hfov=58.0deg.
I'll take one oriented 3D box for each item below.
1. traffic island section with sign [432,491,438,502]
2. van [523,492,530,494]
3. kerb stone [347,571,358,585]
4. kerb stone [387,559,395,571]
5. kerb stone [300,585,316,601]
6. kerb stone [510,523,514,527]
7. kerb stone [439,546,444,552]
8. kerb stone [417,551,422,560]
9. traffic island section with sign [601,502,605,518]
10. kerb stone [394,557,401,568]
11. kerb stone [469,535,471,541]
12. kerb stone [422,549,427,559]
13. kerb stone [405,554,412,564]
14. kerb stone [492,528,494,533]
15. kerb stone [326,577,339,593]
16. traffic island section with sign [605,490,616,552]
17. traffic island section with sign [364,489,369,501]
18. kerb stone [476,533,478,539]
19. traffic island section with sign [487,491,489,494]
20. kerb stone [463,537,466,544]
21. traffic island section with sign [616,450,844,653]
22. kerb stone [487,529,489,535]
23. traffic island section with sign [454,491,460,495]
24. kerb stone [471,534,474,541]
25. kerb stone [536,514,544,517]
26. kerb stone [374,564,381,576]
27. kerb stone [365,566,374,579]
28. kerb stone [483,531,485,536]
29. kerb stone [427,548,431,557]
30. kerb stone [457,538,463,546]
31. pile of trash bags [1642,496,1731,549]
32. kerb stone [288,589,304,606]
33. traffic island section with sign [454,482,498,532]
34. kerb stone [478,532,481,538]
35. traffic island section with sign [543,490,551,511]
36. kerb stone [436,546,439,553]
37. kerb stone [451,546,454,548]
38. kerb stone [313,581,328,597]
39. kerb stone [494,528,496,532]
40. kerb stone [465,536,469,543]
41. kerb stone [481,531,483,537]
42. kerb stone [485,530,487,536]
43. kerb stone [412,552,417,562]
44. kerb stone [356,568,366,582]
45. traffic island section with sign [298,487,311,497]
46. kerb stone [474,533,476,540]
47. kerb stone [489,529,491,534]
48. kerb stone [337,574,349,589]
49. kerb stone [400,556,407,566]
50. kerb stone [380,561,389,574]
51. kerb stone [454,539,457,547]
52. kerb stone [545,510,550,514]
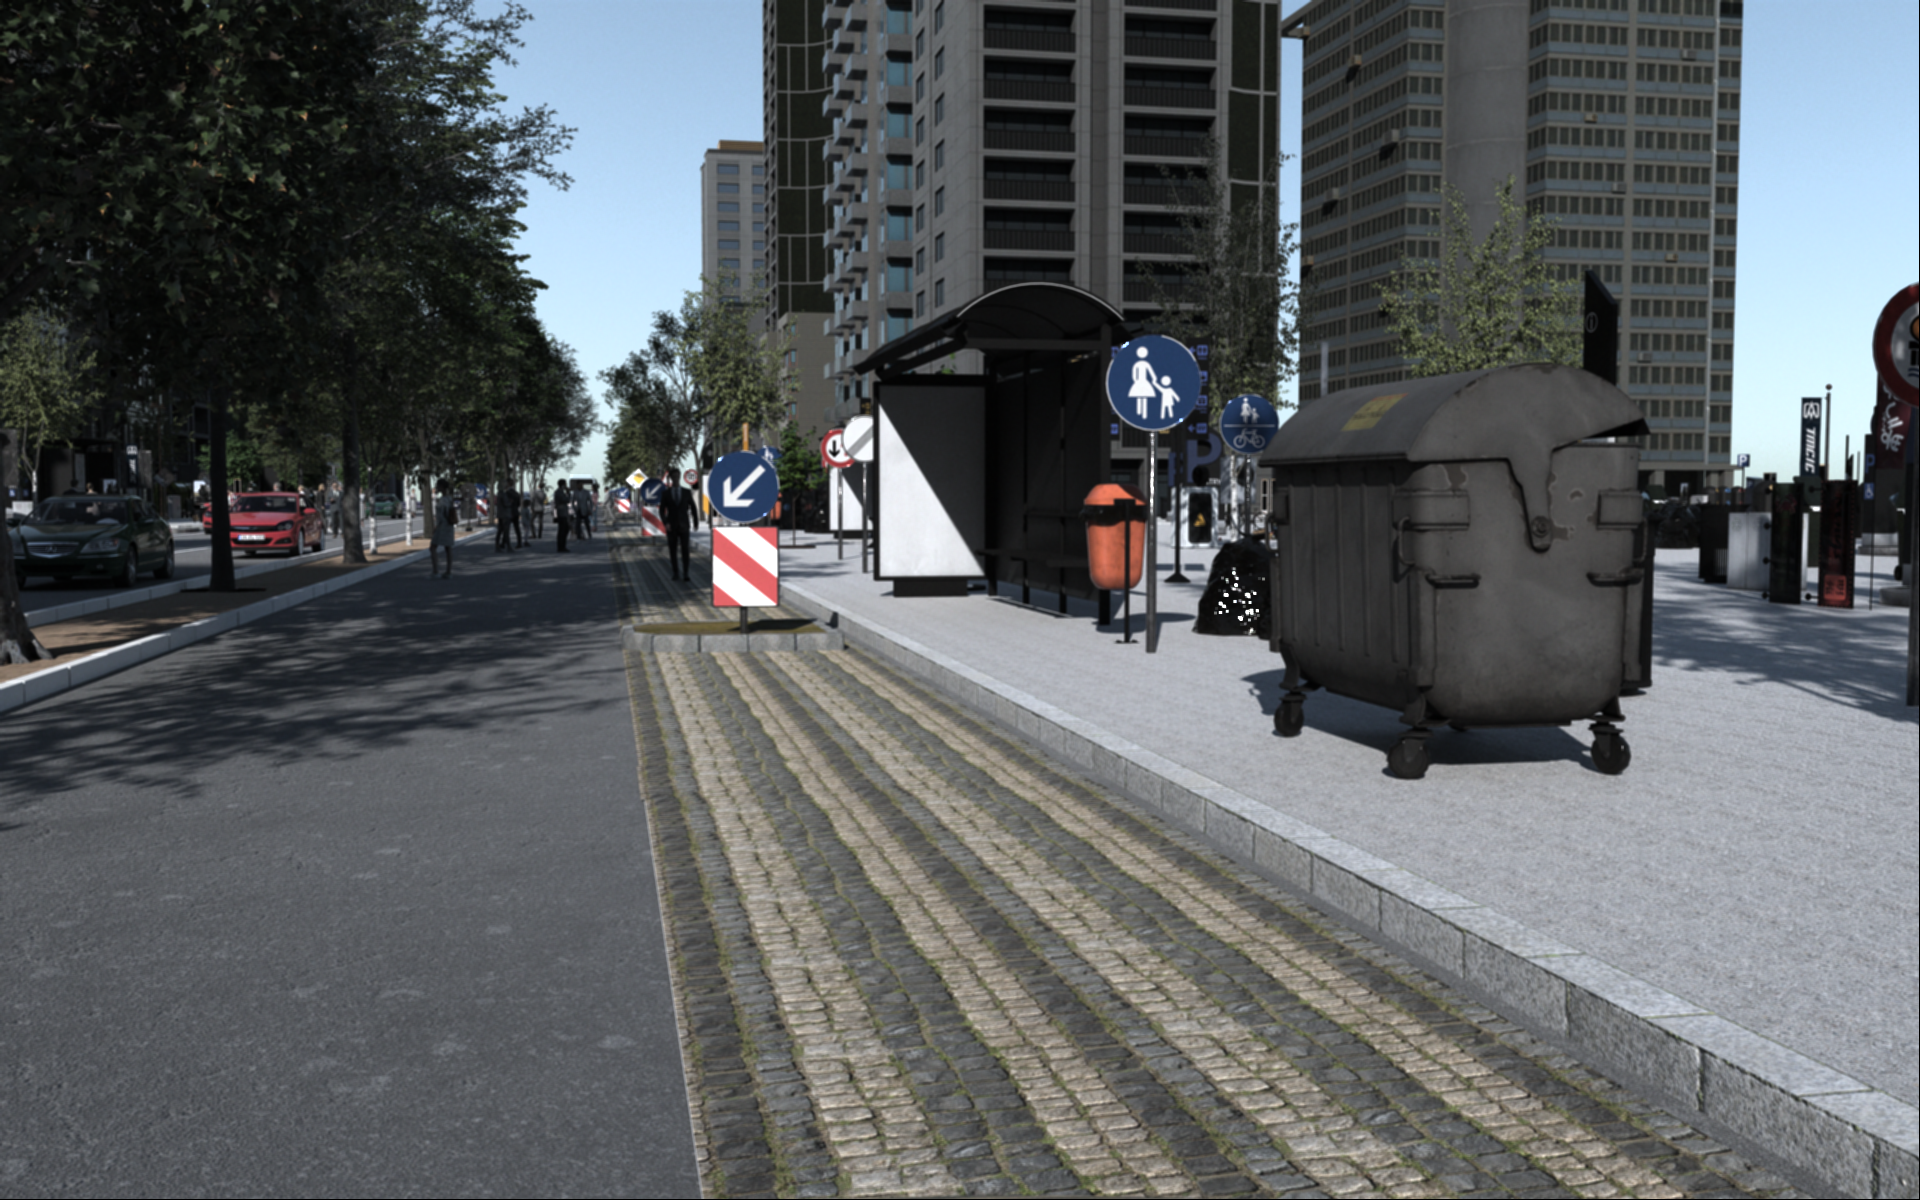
[{"bbox_3d":[-51.287,-9.823,169.226,1.989,1.847,2.006,-1,4,-12],"label":"traffic island section with sign"},{"bbox_3d":[-71.790,-17.101,286.617,2.013,2.044,4.112,-1,4,-12],"label":"van"},{"bbox_3d":[-9.699,-0.317,27.409,0.120,0.150,1.000,-1,4,-12],"label":"kerb stone"},{"bbox_3d":[-10.740,-0.625,32.416,0.120,0.150,1.000,-1,4,-12],"label":"kerb stone"},{"bbox_3d":[-8.875,-0.071,23.384,0.120,0.150,1.000,-1,4,-12],"label":"kerb stone"},{"bbox_3d":[-20.654,-3.540,80.145,0.120,0.150,1.000,-1,4,-12],"label":"kerb stone"},{"bbox_3d":[-12.825,-1.238,42.437,0.120,0.150,1.000,-1,4,-12],"label":"kerb stone"},{"bbox_3d":[-11.784,-0.931,37.422,0.120,0.150,1.000,-1,4,-12],"label":"kerb stone"},{"bbox_3d":[-18.888,-5.388,96.724,1.989,1.847,2.006,-1,4,-12],"label":"traffic island section with sign"},{"bbox_3d":[-10.952,-0.686,33.417,0.120,0.150,1.000,-1,4,-12],"label":"kerb stone"},{"bbox_3d":[-14.699,-1.781,51.462,0.120,0.150,1.000,-1,4,-12],"label":"kerb stone"},{"bbox_3d":[-11.996,-0.993,38.425,0.120,0.150,1.000,-1,4,-12],"label":"kerb stone"},{"bbox_3d":[-11.368,-0.807,35.419,0.120,0.150,1.000,-1,4,-12],"label":"kerb stone"},{"bbox_3d":[-16.995,-2.466,62.511,0.120,0.150,1.000,-1,4,-12],"label":"kerb stone"},{"bbox_3d":[-9.280,-0.196,25.399,0.120,0.150,1.000,-1,4,-12],"label":"kerb stone"},{"bbox_3d":[-7.757,-2.111,43.142,1.989,1.847,2.006,-1,4,-12],"label":"traffic island section with sign"},{"bbox_3d":[-41.216,-6.860,120.782,1.989,1.847,2.006,-1,4,-12],"label":"traffic island section with sign"},{"bbox_3d":[-15.330,-1.974,54.474,0.120,0.150,1.000,-1,4,-12],"label":"kerb stone"},{"bbox_3d":[-67.822,-14.692,248.844,1.989,1.847,2.006,-1,4,-12],"label":"traffic island section with sign"},{"bbox_3d":[-14.287,-1.667,49.458,0.120,0.150,1.000,-1,4,-12],"label":"kerb stone"},{"bbox_3d":[-2.229,-0.483,16.532,1.989,1.847,2.006,-1,4,-12],"label":"traffic island section with sign"},{"bbox_3d":[-16.365,-2.282,59.501,0.120,0.150,1.000,-1,4,-12],"label":"kerb stone"},{"bbox_3d":[-56.899,-11.474,196.226,1.989,1.847,2.006,-1,4,-12],"label":"traffic island section with sign"},{"bbox_3d":[-14.912,-1.852,52.469,0.120,0.150,1.000,-1,4,-12],"label":"kerb stone"},{"bbox_3d":[-27.950,-5.689,115.242,0.120,0.150,1.000,-1,4,-12],"label":"kerb stone"},{"bbox_3d":[-10.329,-0.502,30.410,0.120,0.150,1.000,-1,4,-12],"label":"kerb stone"},{"bbox_3d":[-10.117,-0.441,29.410,0.120,0.150,1.000,-1,4,-12],"label":"kerb stone"},{"bbox_3d":[-15.956,-2.159,57.498,0.120,0.150,1.000,-1,4,-12],"label":"kerb stone"},{"bbox_3d":[-12.198,-1.051,39.430,0.120,0.150,1.000,-1,4,-12],"label":"kerb stone"},{"bbox_3d":[-14.075,-1.604,48.456,0.120,0.150,1.000,-1,4,-12],"label":"kerb stone"},{"bbox_3d":[16.558,-1.923,41.193,3.447,1.369,1.912,0,4,1],"label":"pile of trash bags"},{"bbox_3d":[-8.655,-0.011,22.383,0.120,0.150,1.000,-1,4,-12],"label":"kerb stone"},{"bbox_3d":[-18.935,-3.573,66.557,2.006,1.907,1.989,-1,4,-12],"label":"traffic island section with sign"},{"bbox_3d":[-15.531,-2.036,55.477,0.120,0.150,1.000,-1,4,-12],"label":"kerb stone"},{"bbox_3d":[-35.729,-8.517,147.383,2.006,1.907,1.989,-1,4,-12],"label":"traffic island section with sign"},{"bbox_3d":[-12.624,-1.177,41.435,0.120,0.150,1.000,-1,4,-12],"label":"kerb stone"},{"bbox_3d":[-13.449,-1.419,45.446,0.120,0.150,1.000,-1,4,-12],"label":"kerb stone"},{"bbox_3d":[-9.077,-0.134,24.389,0.120,0.150,1.000,-1,4,-12],"label":"kerb stone"},{"bbox_3d":[-17.205,-2.527,63.515,0.120,0.150,1.000,-1,4,-12],"label":"kerb stone"},{"bbox_3d":[-14.491,-1.728,50.460,0.120,0.150,1.000,-1,4,-12],"label":"kerb stone"},{"bbox_3d":[-15.751,-2.097,56.495,0.120,0.150,1.000,-1,4,-12],"label":"kerb stone"},{"bbox_3d":[-16.168,-2.220,58.498,0.120,0.150,1.000,-1,4,-12],"label":"kerb stone"},{"bbox_3d":[-11.579,-0.870,36.421,0.120,0.150,1.000,-1,4,-12],"label":"kerb stone"},{"bbox_3d":[-9.911,-0.380,28.409,0.120,0.150,1.000,-1,4,-12],"label":"kerb stone"},{"bbox_3d":[-35.745,-5.245,94.386,1.989,1.847,2.006,-1,4,-12],"label":"traffic island section with sign"},{"bbox_3d":[-15.121,-1.913,53.470,0.120,0.150,1.000,-1,4,-12],"label":"kerb stone"},{"bbox_3d":[-16.579,-2.343,60.503,0.120,0.150,1.000,-1,4,-12],"label":"kerb stone"},{"bbox_3d":[-9.493,-0.257,26.403,0.120,0.150,1.000,-1,4,-12],"label":"kerb stone"},{"bbox_3d":[-11.162,-0.745,34.418,0.120,0.150,1.000,-1,4,-12],"label":"kerb stone"},{"bbox_3d":[-10.531,-0.564,31.415,0.120,0.150,1.000,-1,4,-12],"label":"kerb stone"},{"bbox_3d":[-13.653,-1.483,46.447,0.120,0.150,1.000,-1,4,-12],"label":"kerb stone"},{"bbox_3d":[-30.879,-6.550,129.292,0.120,0.150,1.000,-1,4,-12],"label":"kerb stone"}]
